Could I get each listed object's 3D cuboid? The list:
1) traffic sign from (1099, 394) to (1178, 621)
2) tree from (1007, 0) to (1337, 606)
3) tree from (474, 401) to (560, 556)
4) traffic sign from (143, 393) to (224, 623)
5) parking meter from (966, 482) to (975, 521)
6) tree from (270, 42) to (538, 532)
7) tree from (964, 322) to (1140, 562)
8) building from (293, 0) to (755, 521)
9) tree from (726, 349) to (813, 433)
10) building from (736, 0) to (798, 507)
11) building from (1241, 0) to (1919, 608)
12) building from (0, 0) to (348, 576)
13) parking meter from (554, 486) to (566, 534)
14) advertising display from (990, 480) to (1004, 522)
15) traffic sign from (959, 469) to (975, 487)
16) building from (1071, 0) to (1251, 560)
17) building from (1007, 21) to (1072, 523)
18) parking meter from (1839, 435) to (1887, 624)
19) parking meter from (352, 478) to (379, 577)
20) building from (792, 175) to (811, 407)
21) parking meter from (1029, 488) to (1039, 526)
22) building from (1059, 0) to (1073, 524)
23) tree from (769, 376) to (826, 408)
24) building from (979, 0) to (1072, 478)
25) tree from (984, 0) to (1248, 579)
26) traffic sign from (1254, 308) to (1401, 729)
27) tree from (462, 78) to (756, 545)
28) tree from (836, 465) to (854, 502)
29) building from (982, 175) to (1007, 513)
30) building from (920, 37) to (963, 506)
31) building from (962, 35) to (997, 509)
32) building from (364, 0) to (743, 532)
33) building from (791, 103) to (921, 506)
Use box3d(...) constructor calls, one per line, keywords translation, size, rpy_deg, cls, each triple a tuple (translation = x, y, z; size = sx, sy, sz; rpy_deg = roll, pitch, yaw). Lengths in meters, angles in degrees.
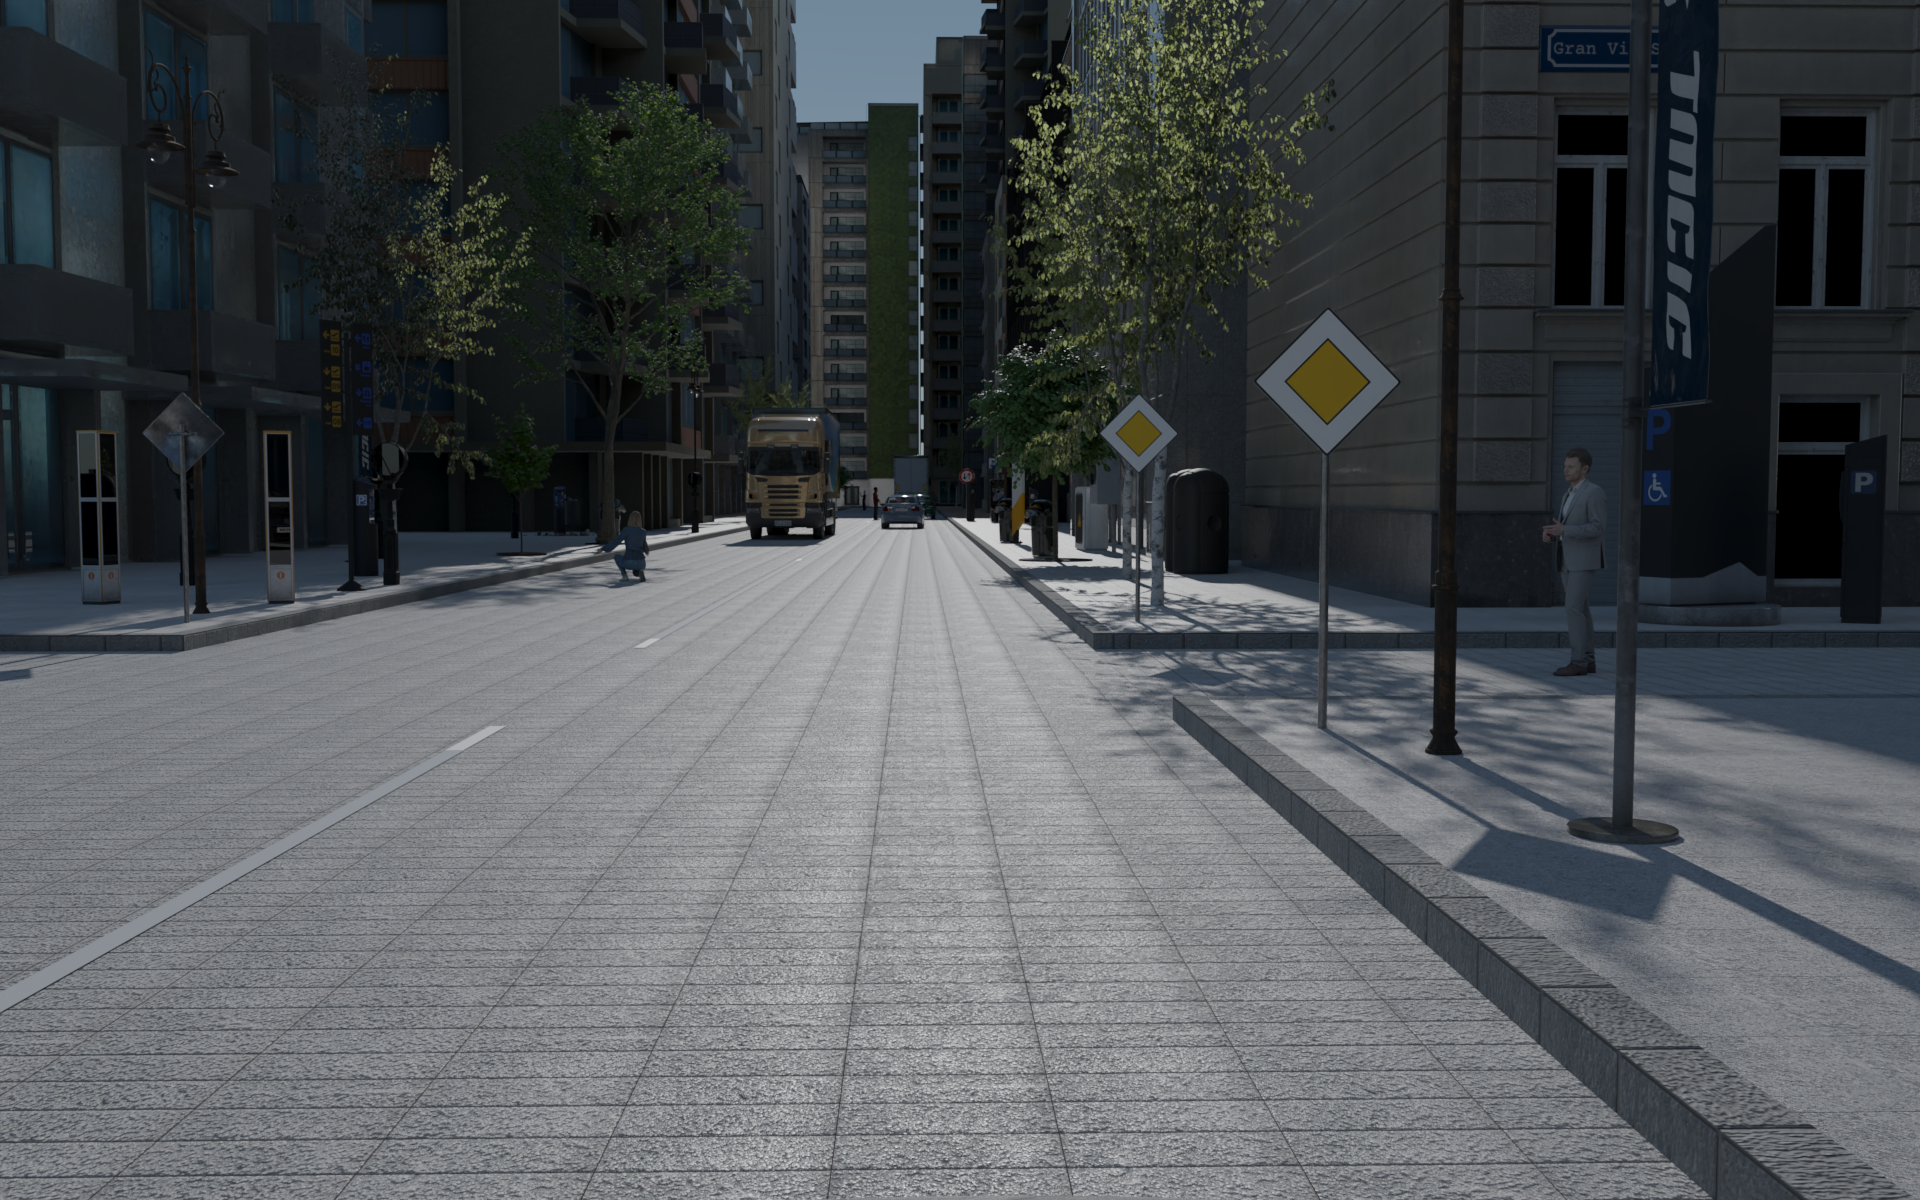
box3d(translation=(1.789, -0.842, 17.414), size=(0.795, 2.450, 0.064), rpy_deg=(0, 4, -1), cls="traffic sign")
box3d(translation=(2.307, -4.257, 19.967), size=(4.360, 8.622, 3.978), rpy_deg=(0, 3, 0), cls="tree")
box3d(translation=(-9.074, -2.539, 36.108), size=(1.663, 3.219, 1.824), rpy_deg=(0, 3, 0), cls="tree")
box3d(translation=(-7.703, -0.829, 17.204), size=(0.795, 2.450, 0.064), rpy_deg=(0, 4, -1), cls="traffic sign")
box3d(translation=(0.516, -4.708, 82.690), size=(0.255, 1.863, 0.399), rpy_deg=(3, 5, 40), cls="parking meter")
box3d(translation=(-9.393, -4.791, 28.697), size=(4.360, 8.622, 3.978), rpy_deg=(0, 3, 0), cls="tree")
box3d(translation=(1.803, -3.032, 33.294), size=(4.285, 4.588, 4.351), rpy_deg=(0, 3, 0), cls="tree")
box3d(translation=(-24.639, -29.775, 106.437), size=(23.786, 49.044, 30.456), rpy_deg=(0, 4, -1), cls="building")
box3d(translation=(-9.987, -8.465, 88.759), size=(4.737, 8.622, 4.395), rpy_deg=(0, 3, 0), cls="tree")
box3d(translation=(-26.952, -33.430, 135.819), size=(28.713, 52.752, 27.495), rpy_deg=(0, 4, -1), cls="building")
box3d(translation=(17.277, -13.905, 24.617), size=(25.104, 27.353, 12.463), rpy_deg=(0, 4, -1), cls="building")
box3d(translation=(-25.069, -25.238, 32.243), size=(23.786, 49.044, 30.456), rpy_deg=(0, 4, -1), cls="building")
box3d(translation=(-12.830, -2.881, 55.518), size=(0.372, 1.533, 0.369), rpy_deg=(0, 3, 0), cls="parking meter")
box3d(translation=(1.718, -4.495, 78.701), size=(0.123, 1.923, 0.974), rpy_deg=(3, 5, 40), cls="advertising display")
box3d(translation=(0.349, -5.287, 86.548), size=(0.768, 2.556, 0.104), rpy_deg=(0, 4, 5), cls="traffic sign")
box3d(translation=(9.650, -13.748, 42.809), size=(12.078, 24.808, 19.932), rpy_deg=(0, 4, -1), cls="building")
box3d(translation=(8.845, -15.611, 84.922), size=(12.332, 23.373, 15.834), rpy_deg=(0, 4, -1), cls="building")
box3d(translation=(8.956, -0.703, 17.210), size=(0.399, 1.863, 0.255), rpy_deg=(2, 4, 31), cls="parking meter")
box3d(translation=(-9.293, -1.140, 27.055), size=(0.372, 1.533, 0.369), rpy_deg=(0, 3, 0), cls="parking meter")
box3d(translation=(-20.830, -23.685, 158.958), size=(14.107, 30.474, 14.160), rpy_deg=(0, 4, -1), cls="building")
box3d(translation=(2.987, -3.766, 69.981), size=(0.372, 1.533, 0.369), rpy_deg=(0, 3, 0), cls="parking meter")
box3d(translation=(11.197, -16.951, 64.546), size=(14.401, 28.519, 23.554), rpy_deg=(0, 4, -1), cls="building")
box3d(translation=(-10.332, -9.705, 109.033), size=(4.360, 8.622, 3.978), rpy_deg=(0, 3, 0), cls="tree")
box3d(translation=(12.784, -29.499, 136.934), size=(22.147, 44.769, 28.867), rpy_deg=(0, 4, -1), cls="building")
box3d(translation=(2.490, -4.641, 26.245), size=(4.737, 8.622, 4.395), rpy_deg=(0, 3, 0), cls="tree")
box3d(translation=(1.983, -0.354, 9.431), size=(0.795, 2.450, 0.064), rpy_deg=(0, 4, -1), cls="traffic sign")
box3d(translation=(-8.752, -7.204, 43.540), size=(9.928, 11.665, 9.643), rpy_deg=(0, 3, 0), cls="tree")
box3d(translation=(-12.064, -11.363, 169.502), size=(4.285, 4.588, 4.351), rpy_deg=(0, 3, 0), cls="tree")
box3d(translation=(15.742, -16.135, 108.838), size=(27.650, 21.520, 28.899), rpy_deg=(0, 4, -1), cls="building")
box3d(translation=(6.517, -34.530, 188.267), size=(21.600, 48.544, 21.300), rpy_deg=(0, 4, -1), cls="building")
box3d(translation=(7.130, -29.058, 158.688), size=(14.154, 41.232, 14.086), rpy_deg=(0, 4, -1), cls="building")
box3d(translation=(-20.747, -25.410, 70.081), size=(22.147, 44.769, 28.867), rpy_deg=(0, 4, -1), cls="building")
box3d(translation=(-11.236, -30.639, 184.545), size=(14.086, 41.232, 14.154), rpy_deg=(0, 4, -1), cls="building")
